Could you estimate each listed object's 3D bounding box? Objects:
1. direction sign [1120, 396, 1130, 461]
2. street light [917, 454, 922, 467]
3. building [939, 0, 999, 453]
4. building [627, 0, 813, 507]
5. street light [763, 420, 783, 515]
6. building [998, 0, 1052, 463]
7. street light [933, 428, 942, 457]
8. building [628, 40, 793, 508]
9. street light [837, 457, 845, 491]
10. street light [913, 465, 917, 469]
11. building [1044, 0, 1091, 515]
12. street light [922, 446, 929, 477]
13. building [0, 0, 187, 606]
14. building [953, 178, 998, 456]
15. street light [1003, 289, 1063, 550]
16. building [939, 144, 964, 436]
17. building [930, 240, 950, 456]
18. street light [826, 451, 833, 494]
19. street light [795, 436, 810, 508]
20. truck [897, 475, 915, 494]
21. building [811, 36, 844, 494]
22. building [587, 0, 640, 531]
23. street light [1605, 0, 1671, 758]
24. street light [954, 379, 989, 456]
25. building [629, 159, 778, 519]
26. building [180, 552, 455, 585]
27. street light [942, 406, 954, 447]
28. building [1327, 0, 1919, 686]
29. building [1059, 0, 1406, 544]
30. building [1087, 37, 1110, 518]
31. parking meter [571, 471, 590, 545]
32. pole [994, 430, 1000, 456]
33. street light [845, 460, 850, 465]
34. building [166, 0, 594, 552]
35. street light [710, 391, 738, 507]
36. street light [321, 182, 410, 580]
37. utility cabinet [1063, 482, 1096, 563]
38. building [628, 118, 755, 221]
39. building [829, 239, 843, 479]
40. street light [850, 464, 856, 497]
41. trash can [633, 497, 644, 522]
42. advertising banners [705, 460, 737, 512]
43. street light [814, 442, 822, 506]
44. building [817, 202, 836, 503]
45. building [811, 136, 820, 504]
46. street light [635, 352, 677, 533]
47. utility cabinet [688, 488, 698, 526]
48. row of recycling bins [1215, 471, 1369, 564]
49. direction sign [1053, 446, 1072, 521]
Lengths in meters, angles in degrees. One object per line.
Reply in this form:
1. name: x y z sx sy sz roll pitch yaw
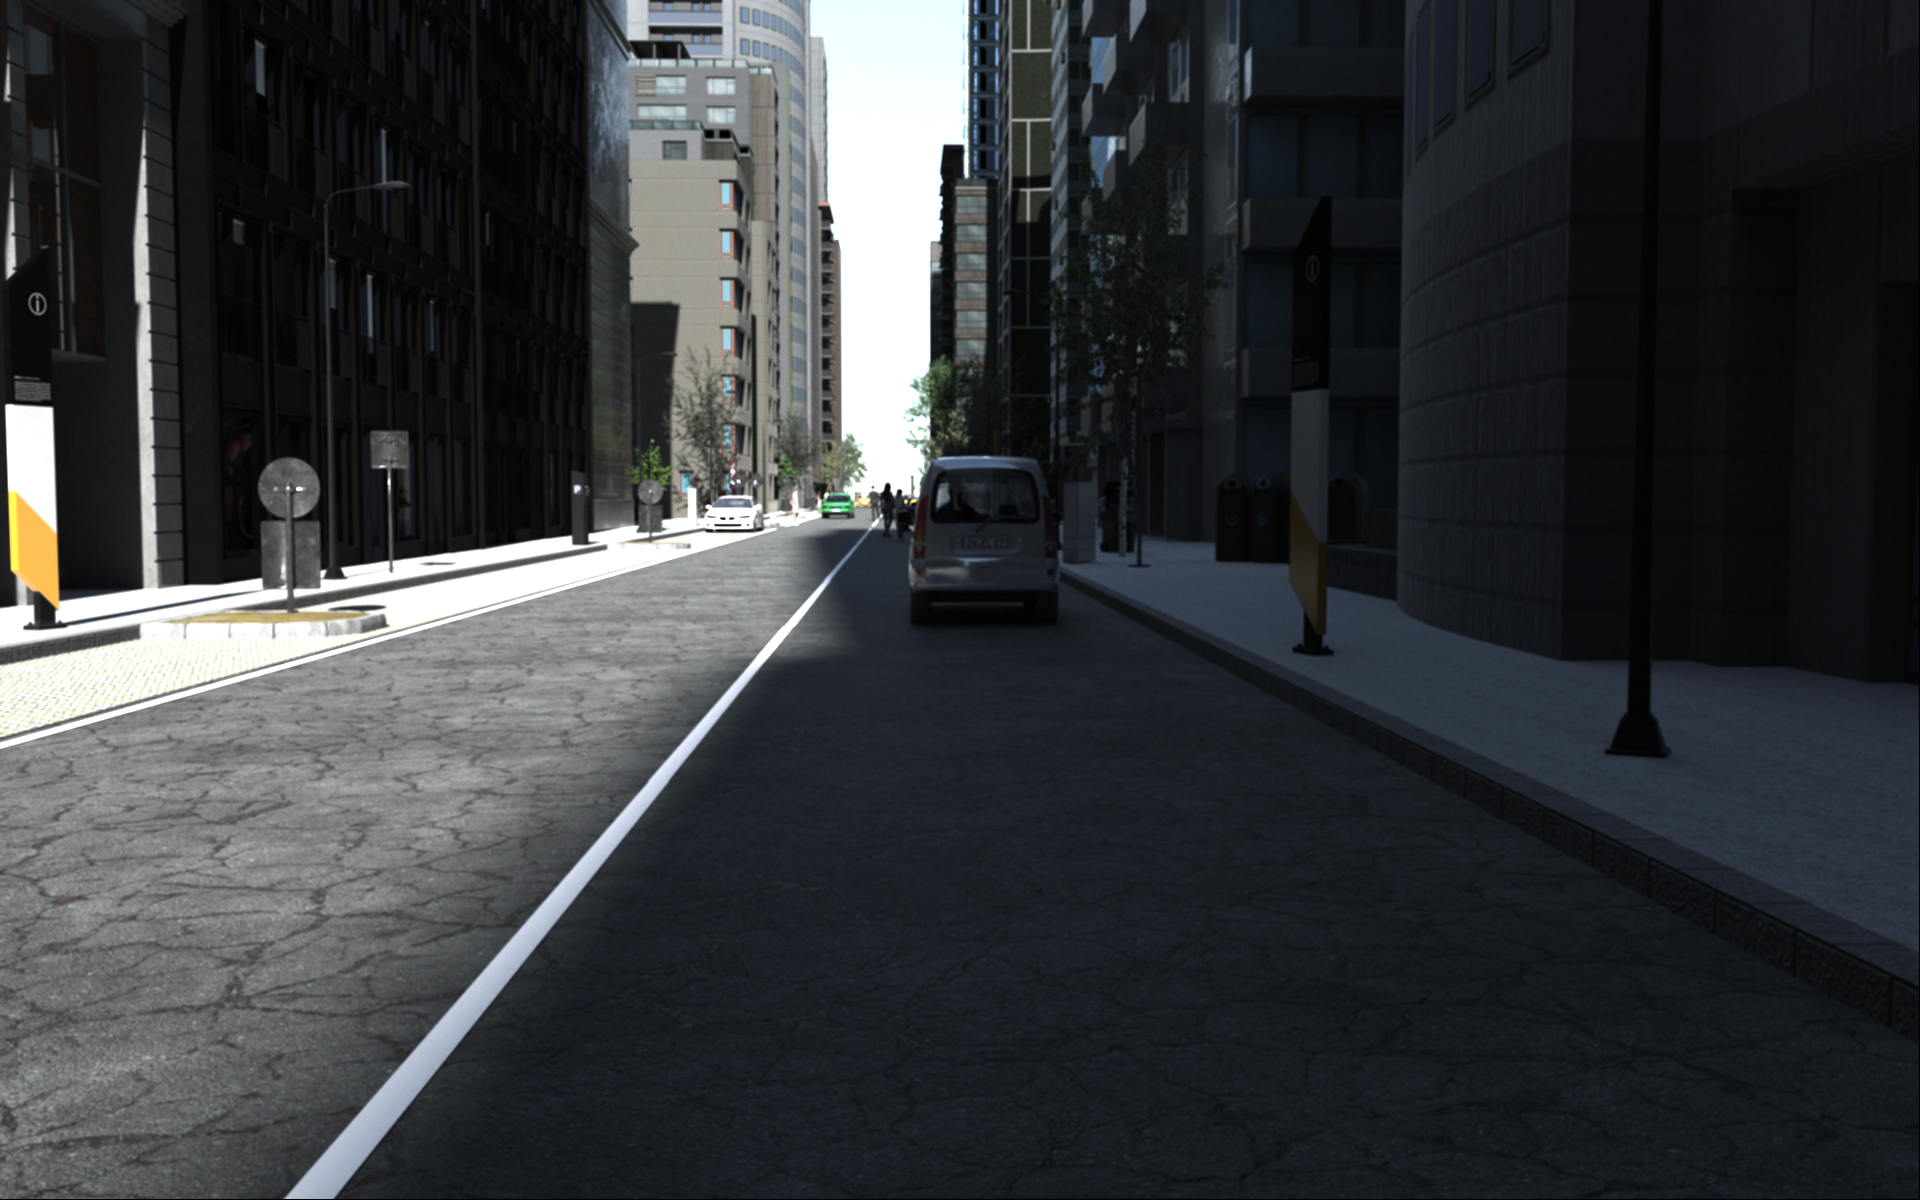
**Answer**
1. direction sign: 3.853 -2.959 40.381 0.379 3.537 0.876 -1 4 -8
2. street light: -3.885 -13.862 199.180 1.470 5.913 1.316 0 4 -2
3. building: 9.247 -53.177 182.110 22.319 86.520 31.000 0 4 -2
4. building: -26.596 -39.009 179.794 21.231 58.520 28.212 0 4 -2
5. street light: -11.739 -8.307 108.366 1.470 5.913 1.316 0 4 -2
6. building: 11.718 -43.014 141.524 20.563 71.187 20.611 0 4 -2
7. street light: -1.219 -9.153 122.192 1.470 5.913 1.316 0 4 -2
8. building: -22.945 -29.097 159.326 14.154 41.232 14.086 0 4 -2
9. street light: -15.427 -14.901 216.177 1.470 5.913 1.316 0 4 -2
10. street light: -5.649 -16.977 250.115 1.470 5.913 1.316 0 4 -2
11. building: 18.526 -25.529 109.278 32.217 40.220 23.993 0 4 -2
12. street light: -2.716 -11.933 167.643 1.470 5.913 1.316 0 4 -2
13. building: -15.709 -14.123 8.412 11.434 29.767 29.804 0 4 -2
14. building: 6.342 -23.819 161.138 14.160 30.474 14.107 0 4 -2
15. street light: 1.682 -4.096 39.505 1.470 5.913 1.316 0 4 -2
16. building: 8.554 -34.216 214.051 22.147 44.769 28.867 0 4 -2
17. building: 2.102 -36.488 280.170 14.154 41.232 14.086 0 4 -2
18. street light: -14.408 -13.031 185.593 1.470 5.913 1.316 0 4 -2
19. street light: -12.686 -10.175 138.902 1.470 5.913 1.316 0 4 -2
20. truck: -8.188 -16.678 261.596 2.839 4.237 11.283 0 4 -1
21. building: -29.118 -51.239 276.001 20.563 71.187 20.611 0 4 -2
22. building: -24.858 -16.193 62.013 25.104 27.353 12.463 0 4 -2
23. street light: 2.823 -2.193 8.400 1.470 5.913 1.316 0 4 -2
24. street light: 0.609 -5.975 70.228 1.470 5.913 1.316 0 4 -2
25. building: -25.853 -15.832 103.893 27.650 21.520 28.899 0 4 -2
26. building: -16.883 -12.335 31.356 12.332 23.373 15.834 0 4 -2
27. street light: -0.050 -7.286 91.664 1.470 5.913 1.316 0 4 -2
28. building: 15.031 -28.862 13.886 21.231 58.520 28.212 0 4 -2
29. building: 15.724 -26.543 53.590 23.786 49.044 30.456 0 4 -2
30. building: 14.137 -26.656 85.935 14.200 45.320 14.600 0 4 -2
31. parking meter: -9.488 -2.299 43.293 0.399 1.863 0.255 1 4 14
32. pole: 1.180 -3.761 55.341 0.158 3.312 0.155 0 3 0
33. street light: -16.191 -16.202 237.440 1.470 5.913 1.316 0 4 -2
34. building: -17.802 -13.332 47.656 12.332 23.373 15.834 0 4 -2
35. street light: -10.657 -6.440 77.834 1.470 5.913 1.316 0 4 -2
36. street light: -8.869 -3.263 25.883 1.470 5.913 1.316 0 4 -2
37. utility cabinet: 2.228 -1.453 32.432 0.318 1.500 1.173 1 4 21
38. building: -23.742 -22.343 137.011 14.160 30.474 14.107 0 4 -2
39. building: -27.152 -39.397 294.242 14.600 45.320 14.200 0 4 -2
40. street light: -17.287 -18.069 267.971 1.470 5.913 1.316 0 4 -2
41. trash can: -14.806 -4.142 79.368 0.748 1.137 0.748 0 3 0
42. advertising banners: -12.215 -5.663 88.778 2.074 3.025 0.090 2 4 31
43. street light: -13.257 -11.120 154.347 1.470 5.913 1.316 0 4 -2
44. building: -29.416 -36.516 251.663 22.147 44.769 28.867 0 4 -2
45. building: -24.837 -34.619 216.139 14.600 45.320 14.200 0 4 -2
46. street light: -9.958 -5.154 56.809 1.470 5.913 1.316 0 4 -2
47. utility cabinet: -10.585 -3.668 68.644 0.318 1.500 1.173 0 4 -5
48. row of recycling bins: 6.116 -1.525 32.044 1.069 1.692 3.534 -3 4 -36
49. direction sign: 4.838 -5.489 81.737 0.876 3.537 0.379 0 4 0
